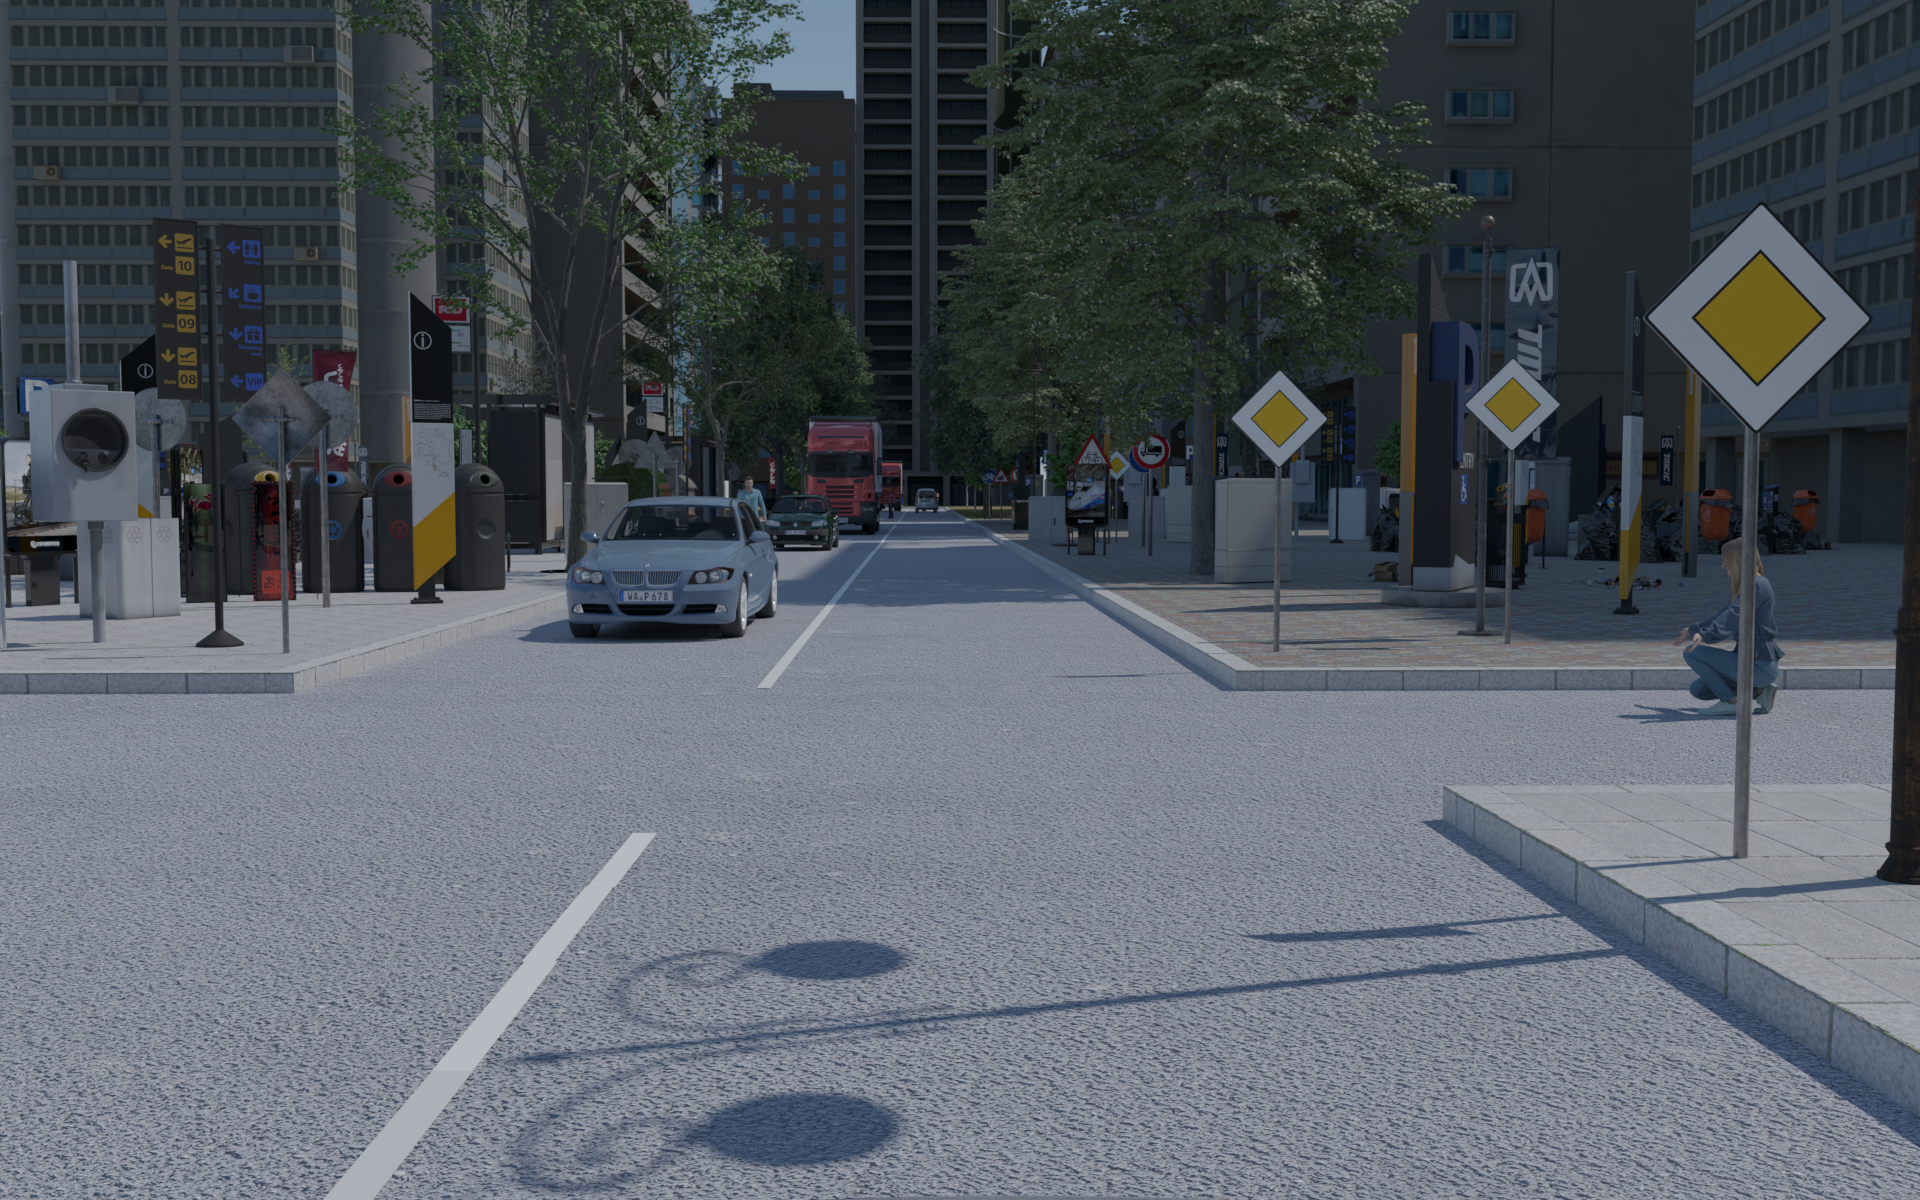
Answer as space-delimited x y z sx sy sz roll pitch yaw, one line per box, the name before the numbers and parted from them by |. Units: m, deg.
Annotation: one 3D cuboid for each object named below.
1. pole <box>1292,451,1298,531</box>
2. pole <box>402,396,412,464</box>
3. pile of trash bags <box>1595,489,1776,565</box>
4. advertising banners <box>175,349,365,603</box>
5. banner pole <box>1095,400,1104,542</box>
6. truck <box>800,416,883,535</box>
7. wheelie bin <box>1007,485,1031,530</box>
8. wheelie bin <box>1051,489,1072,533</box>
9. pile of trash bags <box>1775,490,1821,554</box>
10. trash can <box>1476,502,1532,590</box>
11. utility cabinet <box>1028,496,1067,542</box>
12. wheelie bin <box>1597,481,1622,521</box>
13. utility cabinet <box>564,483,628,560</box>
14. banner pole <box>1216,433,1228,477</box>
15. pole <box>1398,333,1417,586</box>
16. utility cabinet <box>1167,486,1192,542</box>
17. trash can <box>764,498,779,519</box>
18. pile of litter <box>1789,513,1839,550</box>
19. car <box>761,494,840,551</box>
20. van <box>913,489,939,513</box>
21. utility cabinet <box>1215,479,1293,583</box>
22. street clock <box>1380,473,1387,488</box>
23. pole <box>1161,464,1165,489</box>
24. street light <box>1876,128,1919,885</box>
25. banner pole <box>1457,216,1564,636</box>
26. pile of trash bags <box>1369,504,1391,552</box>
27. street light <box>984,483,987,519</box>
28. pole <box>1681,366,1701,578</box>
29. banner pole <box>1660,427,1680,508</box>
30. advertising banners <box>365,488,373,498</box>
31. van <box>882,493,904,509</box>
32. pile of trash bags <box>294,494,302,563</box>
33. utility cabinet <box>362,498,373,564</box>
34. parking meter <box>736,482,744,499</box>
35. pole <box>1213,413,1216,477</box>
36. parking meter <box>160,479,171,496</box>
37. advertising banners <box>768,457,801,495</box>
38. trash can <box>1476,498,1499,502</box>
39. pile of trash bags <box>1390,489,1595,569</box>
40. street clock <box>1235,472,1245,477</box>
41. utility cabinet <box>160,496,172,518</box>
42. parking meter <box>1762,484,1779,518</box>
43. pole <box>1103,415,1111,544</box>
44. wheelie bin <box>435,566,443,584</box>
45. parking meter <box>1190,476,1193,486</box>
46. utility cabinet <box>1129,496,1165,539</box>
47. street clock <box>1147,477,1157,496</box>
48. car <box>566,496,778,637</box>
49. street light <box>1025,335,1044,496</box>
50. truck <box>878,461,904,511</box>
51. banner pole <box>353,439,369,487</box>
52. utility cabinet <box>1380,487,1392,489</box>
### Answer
pole | 11.541 -4.028 59.701 0.158 3.312 0.155 0 3 0
pole | -11.543 -2.593 36.246 0.158 3.312 0.155 0 3 0
pile of trash bags | 13.231 -1.399 32.634 1.912 1.369 3.447 -1 4 -18
advertising banners | -8.245 -1.498 20.679 2.074 3.025 0.090 -2 4 -29
banner pole | 3.730 -3.434 46.165 0.401 3.779 0.863 1 4 19
truck | -4.235 -4.622 64.477 2.839 4.237 11.283 0 4 -1
wheelie bin | 2.182 -3.354 62.740 0.980 1.594 0.693 -1 4 -9
wheelie bin | 3.347 -2.986 56.732 0.693 1.594 0.980 -3 5 -44
pile of trash bags | 17.416 -1.694 37.453 3.447 1.369 1.912 -2 4 -32
trash can | 7.323 -0.718 23.393 0.748 1.137 0.748 0 3 0
utility cabinet | 2.354 -2.156 46.411 1.020 1.237 0.306 0 4 8
wheelie bin | 16.050 -2.119 42.558 0.693 1.594 0.980 1 4 8
utility cabinet | -6.995 -1.508 33.328 1.173 1.500 0.318 -1 4 -21
banner pole | 9.334 -4.446 62.711 0.863 3.779 0.401 -1 4 -23
pole | 5.736 -1.731 22.138 0.158 3.312 0.155 0 3 0
utility cabinet | 5.948 -2.255 45.545 0.318 1.500 1.173 -2 4 -32
trash can | -7.141 -3.330 66.102 0.748 1.137 0.748 0 3 0
pile of litter | 19.488 -1.607 40.246 1.176 0.858 1.719 -2 4 -27
car | -4.097 -2.155 45.025 2.009 1.686 4.222 0 4 0
van | -2.593 -7.660 132.252 2.013 2.044 4.112 0 4 -2
utility cabinet | 4.239 -1.000 25.036 1.173 1.500 0.318 -2 4 -29
street clock | 14.805 -3.425 60.563 0.358 2.002 0.471 1 4 16
pole | 8.009 -4.556 68.326 0.158 3.312 0.155 0 3 0
street light | 3.153 -2.006 5.589 0.468 5.910 1.993 0 4 -1
banner pole | 4.955 -1.564 15.589 0.863 3.779 0.401 2 4 25
pile of trash bags | 10.964 -1.757 38.475 3.447 1.369 1.912 0 4 -6
street light | 1.292 -7.056 88.147 0.468 5.910 1.993 0 4 -1
pole | 11.243 -2.004 26.608 0.158 3.312 0.155 0 3 0
banner pole | 26.529 -4.564 64.636 0.863 3.779 0.401 0 4 6
advertising banners | -16.729 -3.188 48.318 2.074 3.025 0.090 0 4 2
van | -6.434 -9.773 164.170 2.240 2.365 5.245 0 4 -1
pile of trash bags | -13.173 -1.360 31.991 1.912 1.369 3.447 1 4 13
utility cabinet | -10.934 -1.290 32.249 0.306 1.237 1.020 -2 4 -33
parking meter | -10.573 -4.757 83.483 0.399 1.863 0.255 0 4 0
pole | 6.346 -3.054 43.769 0.158 3.312 0.155 0 3 0
parking meter | -30.939 -3.777 67.468 0.399 1.863 0.255 -2 4 -32
advertising banners | -8.433 -5.324 83.230 0.090 3.025 2.074 3 5 43
trash can | 17.783 -2.864 58.472 0.748 1.137 0.748 0 3 0
pile of trash bags | 9.494 -1.308 31.137 1.912 1.369 3.447 -1 4 -14
street clock | 9.193 -3.203 56.946 0.358 2.002 0.471 -1 4 -8
utility cabinet | -22.437 -2.305 48.849 1.020 1.237 0.306 -3 4 -39
parking meter | 20.870 -2.214 44.615 0.372 1.533 0.369 0 3 0
pole | 3.793 -3.109 44.667 0.158 3.312 0.155 0 3 0
wheelie bin | -7.632 -1.031 24.765 0.980 1.594 0.693 -1 4 -17
parking meter | 6.605 -2.605 48.303 0.255 1.863 0.399 3 5 45
utility cabinet | 5.385 -2.366 49.845 1.020 1.237 0.306 0 4 5
street clock | 8.027 -4.178 72.872 0.471 2.002 0.358 -1 4 -13
car | -3.017 -0.420 18.868 2.014 1.417 4.499 0 4 0
street light | 2.175 -4.759 50.591 0.468 5.910 1.993 0 4 -1
truck | -6.184 -9.729 147.984 2.839 4.237 11.283 0 4 -2
banner pole | -27.100 -5.399 78.292 0.863 3.779 0.401 0 4 8
utility cabinet | 13.814 -2.964 57.136 0.318 1.500 1.173 -1 4 -15
